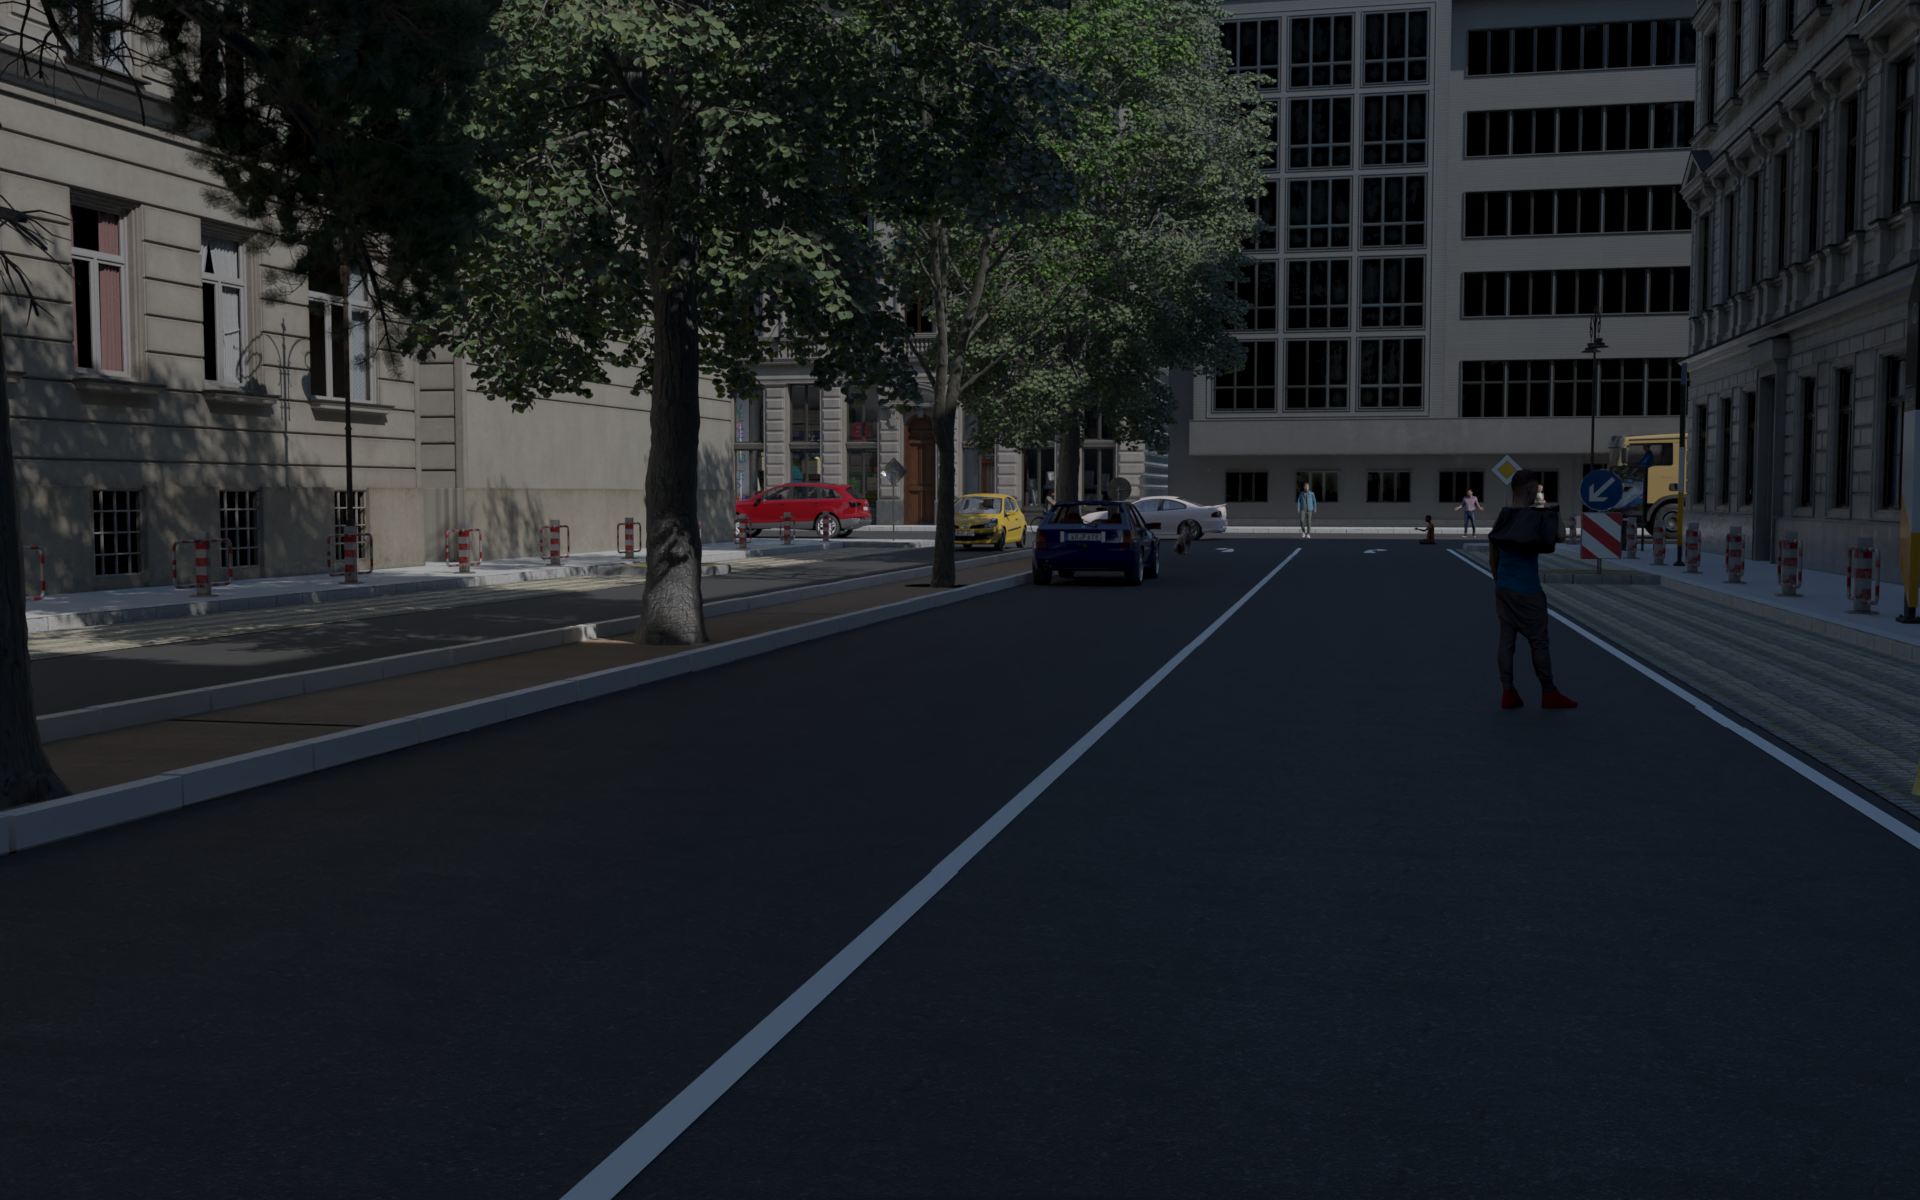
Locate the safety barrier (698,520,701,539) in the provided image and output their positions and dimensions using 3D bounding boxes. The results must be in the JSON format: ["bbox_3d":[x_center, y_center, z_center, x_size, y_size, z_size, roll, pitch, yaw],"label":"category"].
[{"bbox_3d":[-5.805,-1.412,37.361,0.300,0.817,1.120,1,4,13],"label":"safety barrier"}]

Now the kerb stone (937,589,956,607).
[{"bbox_3d":[-0.256,-0.015,22.453,0.120,0.150,1.000,1,4,13],"label":"kerb stone"}]

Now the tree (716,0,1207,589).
[{"bbox_3d":[-0.173,-5.982,26.016,9.928,11.665,9.643,0,3,0],"label":"tree"}]

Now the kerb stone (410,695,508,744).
[{"bbox_3d":[-3.037,0.721,10.437,0.120,0.150,1.000,1,4,13],"label":"kerb stone"}]

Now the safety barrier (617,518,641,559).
[{"bbox_3d":[-6.531,-1.219,34.210,0.300,0.817,1.120,1,4,13],"label":"safety barrier"}]

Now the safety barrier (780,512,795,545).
[{"bbox_3d":[-4.351,-1.798,43.665,0.300,0.817,1.120,1,4,13],"label":"safety barrier"}]

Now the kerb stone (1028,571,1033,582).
[{"bbox_3d":[1.126,-0.381,28.452,0.120,0.150,1.000,1,4,13],"label":"kerb stone"}]

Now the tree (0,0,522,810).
[{"bbox_3d":[-4.603,-5.089,7.724,6.751,12.117,7.091,0,3,0],"label":"tree"}]

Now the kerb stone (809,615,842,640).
[{"bbox_3d":[-1.417,0.291,17.437,0.120,0.150,1.000,1,4,13],"label":"kerb stone"}]

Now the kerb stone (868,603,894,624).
[{"bbox_3d":[-0.955,0.169,19.446,0.120,0.150,1.000,1,4,13],"label":"kerb stone"}]

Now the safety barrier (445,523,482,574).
[{"bbox_3d":[-7.989,-0.834,27.905,0.300,0.817,1.120,1,4,13],"label":"safety barrier"}]

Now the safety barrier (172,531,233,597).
[{"bbox_3d":[-9.438,-0.448,21.600,0.300,0.817,1.120,1,4,13],"label":"safety barrier"}]

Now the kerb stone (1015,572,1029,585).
[{"bbox_3d":[0.900,-0.321,27.446,0.120,0.150,1.000,1,4,13],"label":"kerb stone"}]

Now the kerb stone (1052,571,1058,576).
[{"bbox_3d":[1.820,-0.567,31.461,0.120,0.150,1.000,1,4,13],"label":"kerb stone"}]

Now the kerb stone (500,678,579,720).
[{"bbox_3d":[-2.811,0.661,11.437,0.120,0.150,1.000,1,4,13],"label":"kerb stone"}]

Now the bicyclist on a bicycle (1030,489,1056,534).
[{"bbox_3d":[3.258,-3.105,60.782,1.625,1.676,1.499,1,4,14],"label":"bicyclist on a bicycle"}]

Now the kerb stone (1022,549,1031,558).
[{"bbox_3d":[1.376,-1.021,38.892,0.120,0.150,1.000,1,4,13],"label":"kerb stone"}]

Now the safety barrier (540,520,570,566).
[{"bbox_3d":[-7.261,-1.026,31.058,0.300,0.817,1.120,1,4,13],"label":"safety barrier"}]

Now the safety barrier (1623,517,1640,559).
[{"bbox_3d":[13.301,-1.224,34.296,0.300,0.817,1.120,1,4,13],"label":"safety barrier"}]

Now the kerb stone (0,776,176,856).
[{"bbox_3d":[-3.722,0.908,7.431,0.120,0.150,1.000,1,4,13],"label":"kerb stone"}]

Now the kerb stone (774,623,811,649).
[{"bbox_3d":[-1.652,0.352,16.439,0.120,0.150,1.000,1,4,13],"label":"kerb stone"}]

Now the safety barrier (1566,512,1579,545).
[{"bbox_3d":[15.486,-1.803,43.758,0.300,0.817,1.120,1,4,13],"label":"safety barrier"}]

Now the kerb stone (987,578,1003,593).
[{"bbox_3d":[0.441,-0.199,25.448,0.120,0.150,1.000,1,4,13],"label":"kerb stone"}]

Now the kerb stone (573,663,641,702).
[{"bbox_3d":[-2.571,0.597,12.440,0.120,0.150,1.000,1,4,13],"label":"kerb stone"}]

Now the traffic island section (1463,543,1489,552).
[{"bbox_3d":[13.795,-1.312,43.728,2.009,0.180,2.903,1,4,13],"label":"traffic island section"}]

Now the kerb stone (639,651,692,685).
[{"bbox_3d":[-2.341,0.539,13.438,0.120,0.150,1.000,1,4,13],"label":"kerb stone"}]

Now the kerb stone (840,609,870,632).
[{"bbox_3d":[-1.186,0.230,18.435,0.120,0.150,1.000,1,4,13],"label":"kerb stone"}]

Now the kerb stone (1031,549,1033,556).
[{"bbox_3d":[1.601,-1.079,39.898,0.120,0.150,1.000,1,4,13],"label":"kerb stone"}]

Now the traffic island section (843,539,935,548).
[{"bbox_3d":[-1.836,-1.532,47.327,2.009,0.180,2.903,1,4,13],"label":"traffic island section"}]

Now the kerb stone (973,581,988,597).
[{"bbox_3d":[0.197,-0.133,24.451,0.120,0.150,1.000,1,4,13],"label":"kerb stone"}]

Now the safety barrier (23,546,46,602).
[{"bbox_3d":[-10.170,-0.256,18.453,0.300,0.817,1.120,1,4,13],"label":"safety barrier"}]

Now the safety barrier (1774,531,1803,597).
[{"bbox_3d":[10.393,-0.454,21.695,0.300,0.817,1.120,1,4,13],"label":"safety barrier"}]

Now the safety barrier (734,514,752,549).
[{"bbox_3d":[-5.079,-1.604,40.507,0.300,0.817,1.120,1,4,13],"label":"safety barrier"}]

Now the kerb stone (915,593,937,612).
[{"bbox_3d":[-0.494,0.045,21.456,0.120,0.150,1.000,1,4,13],"label":"kerb stone"}]

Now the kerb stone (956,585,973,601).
[{"bbox_3d":[-0.028,-0.069,23.452,0.120,0.150,1.000,1,4,13],"label":"kerb stone"}]

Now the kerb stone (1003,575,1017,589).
[{"bbox_3d":[0.670,-0.255,26.447,0.120,0.150,1.000,1,4,13],"label":"kerb stone"}]

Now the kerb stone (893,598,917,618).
[{"bbox_3d":[-0.724,0.112,20.457,0.120,0.150,1.000,1,4,13],"label":"kerb stone"}]

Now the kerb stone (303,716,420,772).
[{"bbox_3d":[-3.272,0.783,9.431,0.120,0.150,1.000,1,4,13],"label":"kerb stone"}]

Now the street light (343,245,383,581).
[{"bbox_3d":[-8.954,-3.212,25.309,0.468,5.910,1.993,1,4,13],"label":"street light"}]

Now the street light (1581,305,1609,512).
[{"bbox_3d":[15.528,-4.263,42.487,0.468,5.910,1.993,1,4,13],"label":"street light"}]

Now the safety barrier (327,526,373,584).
[{"bbox_3d":[-8.711,-0.641,24.758,0.300,0.817,1.120,1,4,13],"label":"safety barrier"}]

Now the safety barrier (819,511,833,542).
[{"bbox_3d":[-3.624,-1.990,46.814,0.300,0.817,1.120,1,4,13],"label":"safety barrier"}]

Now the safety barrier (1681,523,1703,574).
[{"bbox_3d":[11.846,-0.839,27.997,0.300,0.817,1.120,1,4,13],"label":"safety barrier"}]

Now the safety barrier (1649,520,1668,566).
[{"bbox_3d":[12.577,-1.032,31.148,0.300,0.817,1.120,1,4,13],"label":"safety barrier"}]

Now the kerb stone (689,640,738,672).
[{"bbox_3d":[-2.105,0.474,14.442,0.120,0.150,1.000,1,4,13],"label":"kerb stone"}]

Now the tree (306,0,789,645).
[{"bbox_3d":[-2.766,-6.556,16.306,9.857,13.997,8.962,0,3,0],"label":"tree"}]

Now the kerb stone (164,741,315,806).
[{"bbox_3d":[-3.501,0.842,8.431,0.120,0.150,1.000,1,4,13],"label":"kerb stone"}]

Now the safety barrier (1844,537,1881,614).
[{"bbox_3d":[9.667,-0.261,18.541,0.300,0.817,1.120,1,4,13],"label":"safety barrier"}]

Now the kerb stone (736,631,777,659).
[{"bbox_3d":[-1.877,0.413,15.440,0.120,0.150,1.000,1,4,13],"label":"kerb stone"}]

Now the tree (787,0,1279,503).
[{"bbox_3d":[2.266,-7.801,36.656,9.857,13.997,8.962,0,3,0],"label":"tree"}]

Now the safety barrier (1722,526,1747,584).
[{"bbox_3d":[11.121,-0.647,24.851,0.300,0.817,1.120,1,4,13],"label":"safety barrier"}]
